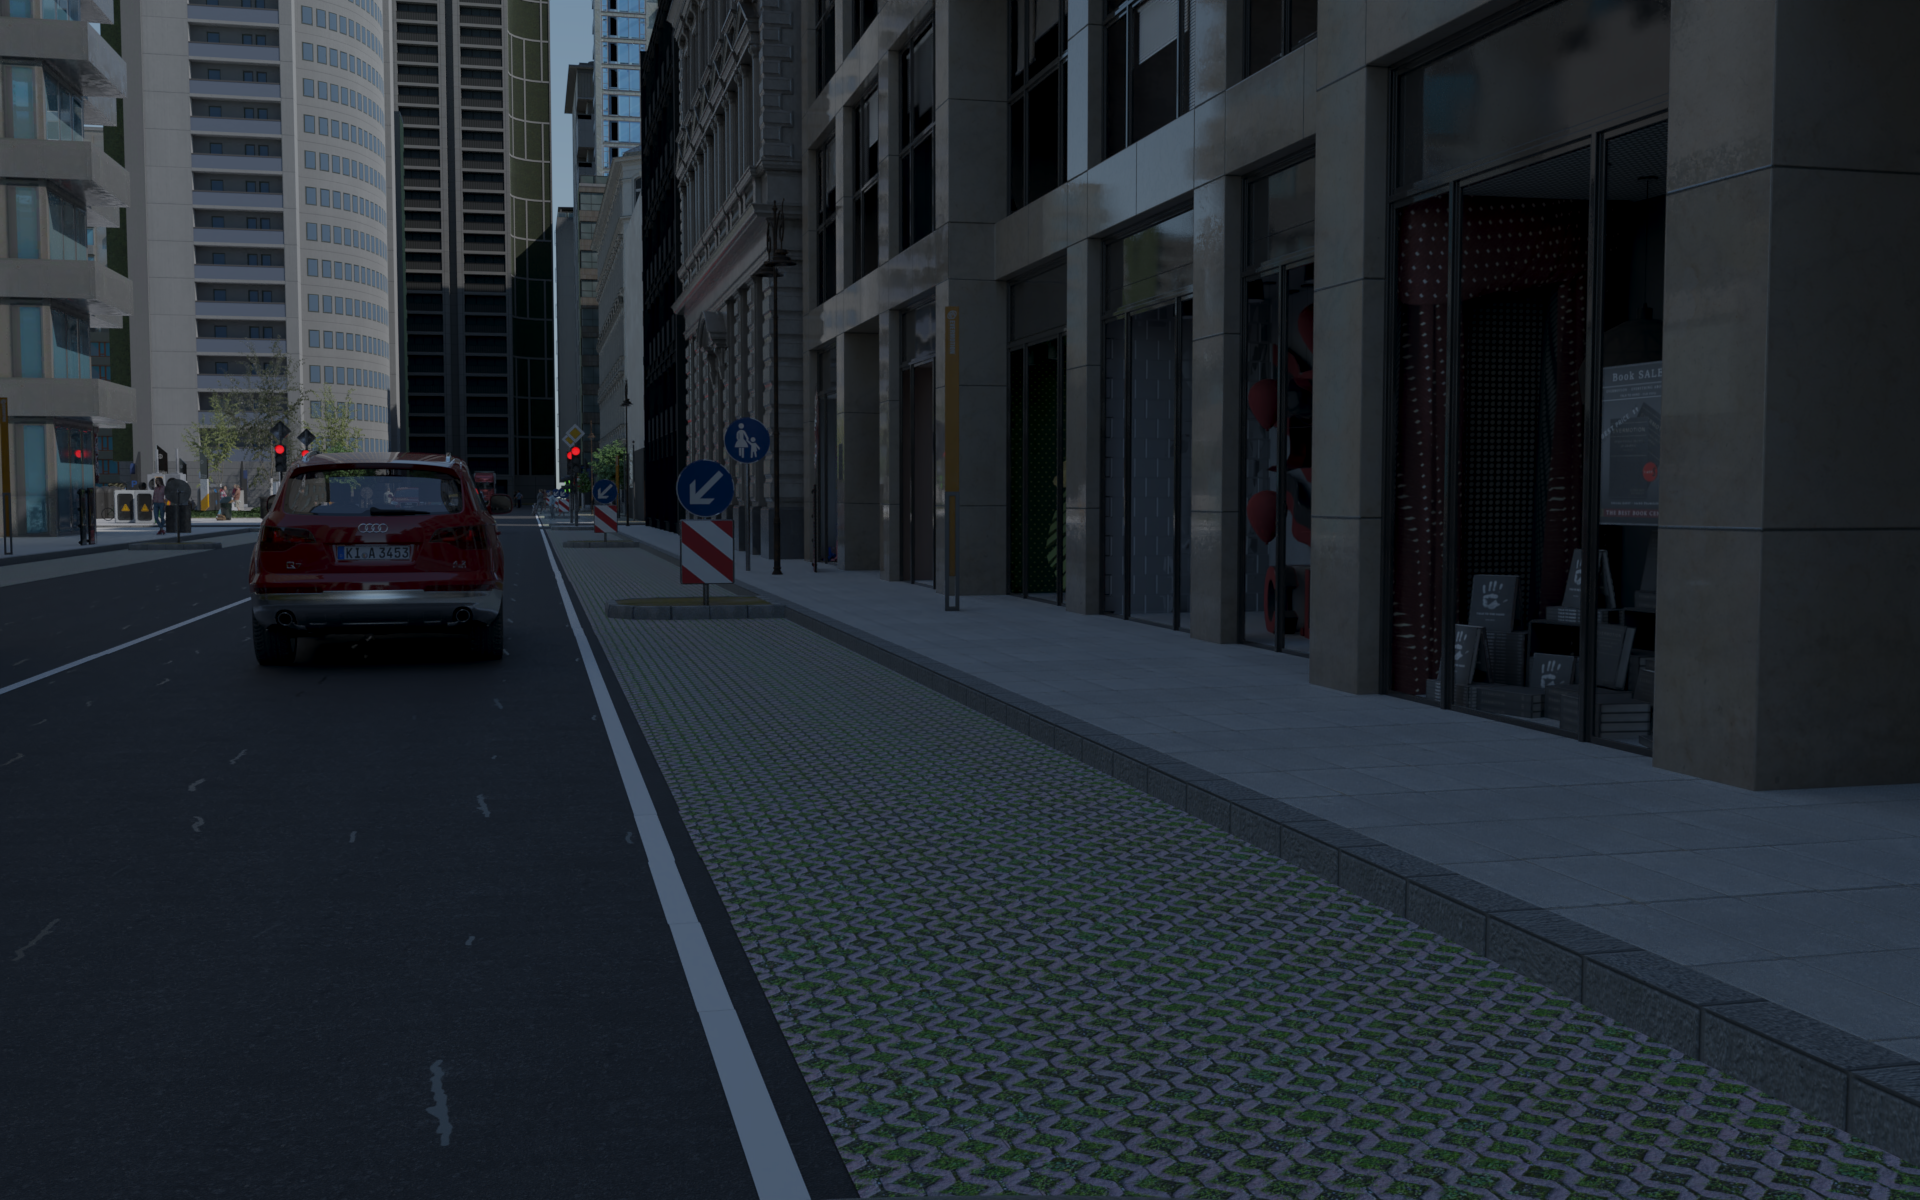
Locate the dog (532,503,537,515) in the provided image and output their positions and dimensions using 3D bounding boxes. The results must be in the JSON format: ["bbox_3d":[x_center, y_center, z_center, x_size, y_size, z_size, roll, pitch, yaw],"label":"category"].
[{"bbox_3d":[-28.702,-6.087,116.352,0.513,0.831,0.800,3,5,42],"label":"dog"}]

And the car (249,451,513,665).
[{"bbox_3d":[-5.355,-0.463,16.249,2.281,1.827,5.304,-1,4,-16],"label":"car"}]

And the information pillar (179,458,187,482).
[{"bbox_3d":[-50.152,-7.369,111.837,0.504,3.616,0.183,1,4,10],"label":"information pillar"}]

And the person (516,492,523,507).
[{"bbox_3d":[-48.859,-11.164,191.973,0.756,1.711,0.436,-2,4,-30],"label":"person"}]

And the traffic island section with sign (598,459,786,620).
[{"bbox_3d":[-3.193,-0.729,20.551,1.989,1.847,2.006,-1,4,-14],"label":"traffic island section with sign"}]

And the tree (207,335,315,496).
[{"bbox_3d":[-31.870,-7.887,79.315,4.360,8.622,3.978,0,3,0],"label":"tree"}]

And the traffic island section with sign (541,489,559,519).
[{"bbox_3d":[-23.215,-5.646,100.939,1.989,1.847,2.006,-1,4,-14],"label":"traffic island section with sign"}]

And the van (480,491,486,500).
[{"bbox_3d":[-57.211,-12.118,205.140,2.013,2.044,4.112,-1,4,-16],"label":"van"}]

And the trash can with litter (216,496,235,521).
[{"bbox_3d":[-35.479,-4.416,83.595,0.624,1.170,1.055,0,4,0],"label":"trash can with litter"}]

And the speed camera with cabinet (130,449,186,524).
[{"bbox_3d":[-34.856,-4.962,75.468,2.038,3.252,0.660,0,4,1],"label":"speed camera with cabinet"}]

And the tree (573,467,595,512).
[{"bbox_3d":[-26.728,-7.834,122.681,1.663,3.219,1.824,0,3,0],"label":"tree"}]

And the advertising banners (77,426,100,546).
[{"bbox_3d":[-22.055,-2.918,43.892,0.090,3.025,2.074,-1,4,-12],"label":"advertising banners"}]

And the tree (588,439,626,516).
[{"bbox_3d":[-20.218,-7.234,101.984,4.285,4.588,4.351,0,3,0],"label":"tree"}]

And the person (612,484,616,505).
[{"bbox_3d":[-17.605,-4.948,87.162,0.699,1.804,1.509,1,4,17],"label":"person"}]

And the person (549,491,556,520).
[{"bbox_3d":[-22.531,-5.215,95.573,0.330,1.601,0.589,-2,4,-31],"label":"person"}]

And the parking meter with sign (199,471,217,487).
[{"bbox_3d":[-56.696,-8.253,131.197,0.543,3.016,1.738,2,4,28],"label":"parking meter with sign"}]

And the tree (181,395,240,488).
[{"bbox_3d":[-53.862,-10.715,125.546,4.737,8.622,4.395,0,3,0],"label":"tree"}]

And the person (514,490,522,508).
[{"bbox_3d":[-45.317,-10.356,177.806,0.705,1.826,1.348,1,4,18],"label":"person"}]

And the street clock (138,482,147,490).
[{"bbox_3d":[-49.651,-6.156,105.222,0.358,2.002,0.471,1,4,15],"label":"street clock"}]

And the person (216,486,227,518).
[{"bbox_3d":[-37.885,-5.021,88.970,0.643,1.720,0.563,-1,4,-22],"label":"person"}]

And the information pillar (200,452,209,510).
[{"bbox_3d":[-41.658,-6.368,95.464,0.504,3.616,0.183,1,4,17],"label":"information pillar"}]

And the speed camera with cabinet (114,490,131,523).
[{"bbox_3d":[-36.349,-5.042,76.771,2.038,3.252,0.660,-1,4,-15],"label":"speed camera with cabinet"}]

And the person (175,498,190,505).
[{"bbox_3d":[-27.509,-3.355,61.102,0.606,1.804,0.583,-1,4,-12],"label":"person"}]

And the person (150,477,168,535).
[{"bbox_3d":[-25.280,-2.973,54.662,0.555,1.821,0.388,0,4,-6],"label":"person"}]

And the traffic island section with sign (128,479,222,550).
[{"bbox_3d":[-20.319,-2.221,44.940,1.989,1.847,2.006,-1,4,-14],"label":"traffic island section with sign"}]

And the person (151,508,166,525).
[{"bbox_3d":[-33.516,-3.800,72.417,0.590,1.304,0.306,1,4,11],"label":"person"}]

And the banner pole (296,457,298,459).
[{"bbox_3d":[-44.267,-7.729,116.385,0.863,3.779,0.401,0,4,-4],"label":"banner pole"}]

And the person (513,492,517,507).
[{"bbox_3d":[-50.099,-11.335,194.650,0.721,1.723,1.217,-1,4,-19],"label":"person"}]

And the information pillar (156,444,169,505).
[{"bbox_3d":[-37.705,-5.537,81.881,0.504,3.616,0.183,-3,4,-36],"label":"information pillar"}]

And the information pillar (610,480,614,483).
[{"bbox_3d":[-18.680,-5.393,92.674,0.304,2.012,0.304,-2,4,-24],"label":"information pillar"}]

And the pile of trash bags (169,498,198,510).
[{"bbox_3d":[-46.833,-5.817,104.860,3.447,1.369,1.912,1,4,10],"label":"pile of trash bags"}]

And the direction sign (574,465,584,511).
[{"bbox_3d":[-29.489,-8.702,134.272,0.876,3.537,0.379,-3,4,-37],"label":"direction sign"}]

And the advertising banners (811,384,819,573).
[{"bbox_3d":[-2.387,-1.978,28.525,0.090,3.025,2.074,0,4,-6],"label":"advertising banners"}]

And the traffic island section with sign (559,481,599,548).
[{"bbox_3d":[-9.707,-2.329,46.710,1.989,1.847,2.006,-1,4,-14],"label":"traffic island section with sign"}]

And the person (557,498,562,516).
[{"bbox_3d":[-23.812,-5.464,102.857,0.382,1.210,0.505,-1,4,-22],"label":"person"}]

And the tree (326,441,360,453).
[{"bbox_3d":[-37.884,-7.478,105.985,4.285,4.588,4.351,0,3,0],"label":"tree"}]

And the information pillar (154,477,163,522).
[{"bbox_3d":[-33.950,-4.215,73.401,0.304,2.012,0.304,-2,4,-34],"label":"information pillar"}]

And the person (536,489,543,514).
[{"bbox_3d":[-29.843,-6.968,122.705,0.573,1.790,0.520,1,4,20],"label":"person"}]

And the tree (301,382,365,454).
[{"bbox_3d":[-40.777,-9.962,113.246,4.737,8.622,4.395,0,3,0],"label":"tree"}]

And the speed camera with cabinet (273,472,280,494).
[{"bbox_3d":[-51.994,-8.489,133.126,2.038,3.252,0.660,2,4,31],"label":"speed camera with cabinet"}]

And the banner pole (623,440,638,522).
[{"bbox_3d":[-15.349,-5.572,81.116,0.401,3.779,0.863,-2,4,-29],"label":"banner pole"}]

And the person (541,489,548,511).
[{"bbox_3d":[-33.602,-8.024,139.661,0.573,1.828,0.580,3,5,39],"label":"person"}]

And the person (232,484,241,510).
[{"bbox_3d":[-41.204,-5.668,98.687,0.580,1.828,0.573,2,4,25],"label":"person"}]
